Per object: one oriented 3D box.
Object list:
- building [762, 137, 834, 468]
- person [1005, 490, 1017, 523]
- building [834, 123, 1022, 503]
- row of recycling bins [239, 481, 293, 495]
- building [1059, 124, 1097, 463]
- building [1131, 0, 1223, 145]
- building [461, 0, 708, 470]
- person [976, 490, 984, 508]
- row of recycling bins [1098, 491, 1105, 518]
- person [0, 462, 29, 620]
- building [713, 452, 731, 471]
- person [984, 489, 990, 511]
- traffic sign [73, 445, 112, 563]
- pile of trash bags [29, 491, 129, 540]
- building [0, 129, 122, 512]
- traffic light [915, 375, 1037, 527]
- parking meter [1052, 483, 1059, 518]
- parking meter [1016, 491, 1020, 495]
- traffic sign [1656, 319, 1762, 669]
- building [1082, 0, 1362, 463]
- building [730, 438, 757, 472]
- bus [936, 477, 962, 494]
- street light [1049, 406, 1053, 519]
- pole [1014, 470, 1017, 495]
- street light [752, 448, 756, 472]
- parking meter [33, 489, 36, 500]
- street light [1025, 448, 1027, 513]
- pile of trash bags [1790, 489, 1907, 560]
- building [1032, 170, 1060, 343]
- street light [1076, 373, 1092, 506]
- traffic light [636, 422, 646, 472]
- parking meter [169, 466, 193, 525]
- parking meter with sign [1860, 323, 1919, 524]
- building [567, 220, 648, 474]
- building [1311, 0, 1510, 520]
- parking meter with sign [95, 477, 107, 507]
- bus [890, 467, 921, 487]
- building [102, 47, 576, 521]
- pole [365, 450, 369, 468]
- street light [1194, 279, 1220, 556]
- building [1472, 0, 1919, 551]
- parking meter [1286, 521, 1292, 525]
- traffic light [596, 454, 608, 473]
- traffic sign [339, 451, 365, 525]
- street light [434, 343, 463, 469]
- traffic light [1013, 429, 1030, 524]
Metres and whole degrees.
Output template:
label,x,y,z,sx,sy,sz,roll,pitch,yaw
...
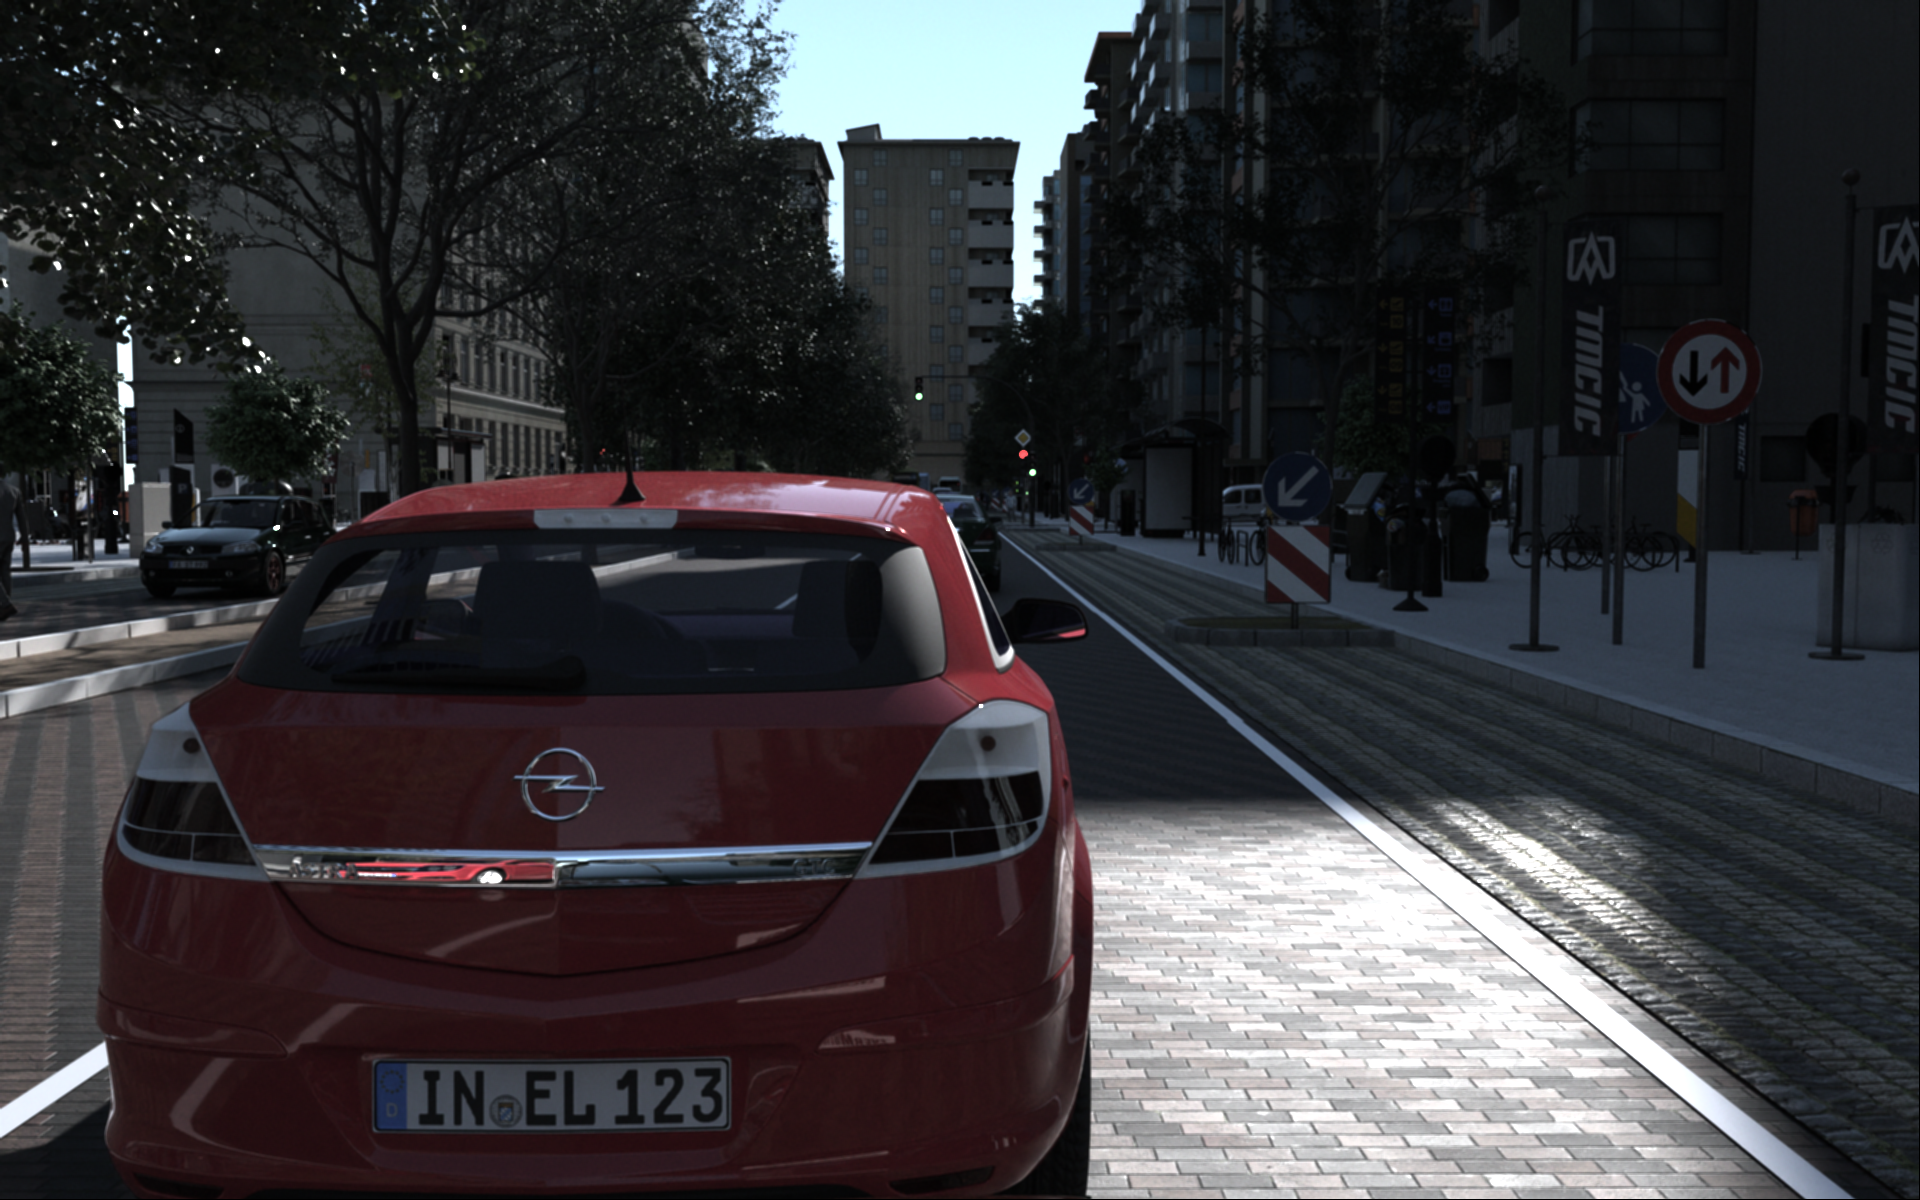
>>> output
label,x,y,z,sx,sy,sz,roll,pitch,yaw
building,-30.797,-40.699,254.666,27.495,52.752,28.713,0,4,0
person,2.390,-4.345,81.348,0.589,1.601,0.330,1,4,14
building,-3.301,-40.693,254.561,27.495,52.752,28.713,0,4,0
row of recycling bins,-23.102,-3.085,57.545,1.069,1.692,3.534,-3,4,-39
building,19.405,-34.265,210.347,14.600,45.320,14.200,0,4,0
building,25.131,-31.460,133.978,23.786,49.044,30.456,0,4,0
building,-35.191,-32.792,159.851,21.300,48.544,21.600,0,4,0
person,2.193,-10.007,172.129,1.348,1.822,0.705,-1,4,-8
row of recycling bins,8.881,-5.291,93.617,3.534,1.692,1.069,-3,4,-38
person,-11.071,-0.688,19.868,0.853,1.813,0.709,1,4,20
building,-31.477,-30.233,177.904,14.154,41.232,14.086,0,4,0
person,2.095,-7.629,133.409,0.419,1.800,0.721,2,4,28
traffic sign,-16.135,-1.961,32.065,0.884,2.594,0.081,0,4,1
pile of trash bags,-24.969,-2.459,49.962,1.912,1.369,3.447,1,4,12
building,-52.923,-14.161,86.286,16.860,20.320,10.420,0,4,0
traffic light,0.654,-5.613,66.442,4.771,5.953,1.251,0,4,0
parking meter,5.061,-5.253,91.599,0.255,1.863,0.399,-2,4,-25
parking meter,4.553,-7.821,136.283,0.372,1.533,0.369,0,3,0
traffic sign,5.448,-0.770,12.694,0.768,2.556,0.104,0,4,0
building,23.135,-31.174,164.318,22.147,44.769,28.867,0,4,0
building,-39.148,-21.996,204.672,28.899,21.520,27.650,0,4,0
bus,-1.179,-12.210,194.492,2.948,3.499,13.247,0,4,-1
street light,4.648,-7.047,88.006,0.468,5.910,1.993,0,4,0
pole,4.693,-9.294,145.803,0.158,3.312,0.155,0,3,0
street light,-16.083,-10.002,136.313,0.468,5.910,1.993,0,4,0
parking meter,-42.773,-4.374,79.920,0.372,1.533,0.369,0,3,0
street light,4.516,-8.926,118.730,0.468,5.910,1.993,0,4,0
pile of trash bags,17.448,-1.414,32.879,1.912,1.369,3.447,-3,5,-41
building,25.733,-38.696,252.285,30.456,49.044,23.786,0,4,0
street light,4.725,-5.712,66.183,0.468,5.910,1.993,0,4,0
traffic light,-11.668,-6.107,74.520,4.771,5.953,1.251,0,4,0
parking meter,-16.157,-1.850,35.954,0.399,1.863,0.255,-3,5,-41
parking meter with sign,9.947,-1.282,17.230,0.543,3.016,1.738,-3,5,-41
building,-31.378,-19.034,130.295,14.460,24.649,34.723,0,4,0
building,27.243,-26.861,93.796,28.867,44.769,22.147,0,4,0
parking meter with sign,-73.467,-9.279,147.964,0.543,3.016,1.738,-3,5,-40
bus,-5.020,-10.253,159.185,2.896,3.916,12.252,0,4,-1
building,-32.456,-16.120,96.849,16.112,22.955,30.059,0,4,0
pole,-27.354,-5.269,79.984,0.158,3.312,0.155,0,3,0
street light,5.026,-3.856,35.830,0.468,5.910,1.993,0,4,0
building,20.884,-16.715,44.992,14.160,30.474,14.107,0,4,0
parking meter,10.255,-2.752,53.412,0.372,1.533,0.369,0,3,0
traffic light,-13.715,-4.744,66.489,0.839,4.253,0.868,0,4,0
traffic sign,-17.930,-3.117,51.069,0.768,2.556,0.104,0,4,2
street light,-15.662,-4.914,53.136,0.468,5.910,1.993,0,4,0
traffic light,2.702,-5.239,74.580,0.839,4.253,0.868,0,4,0
